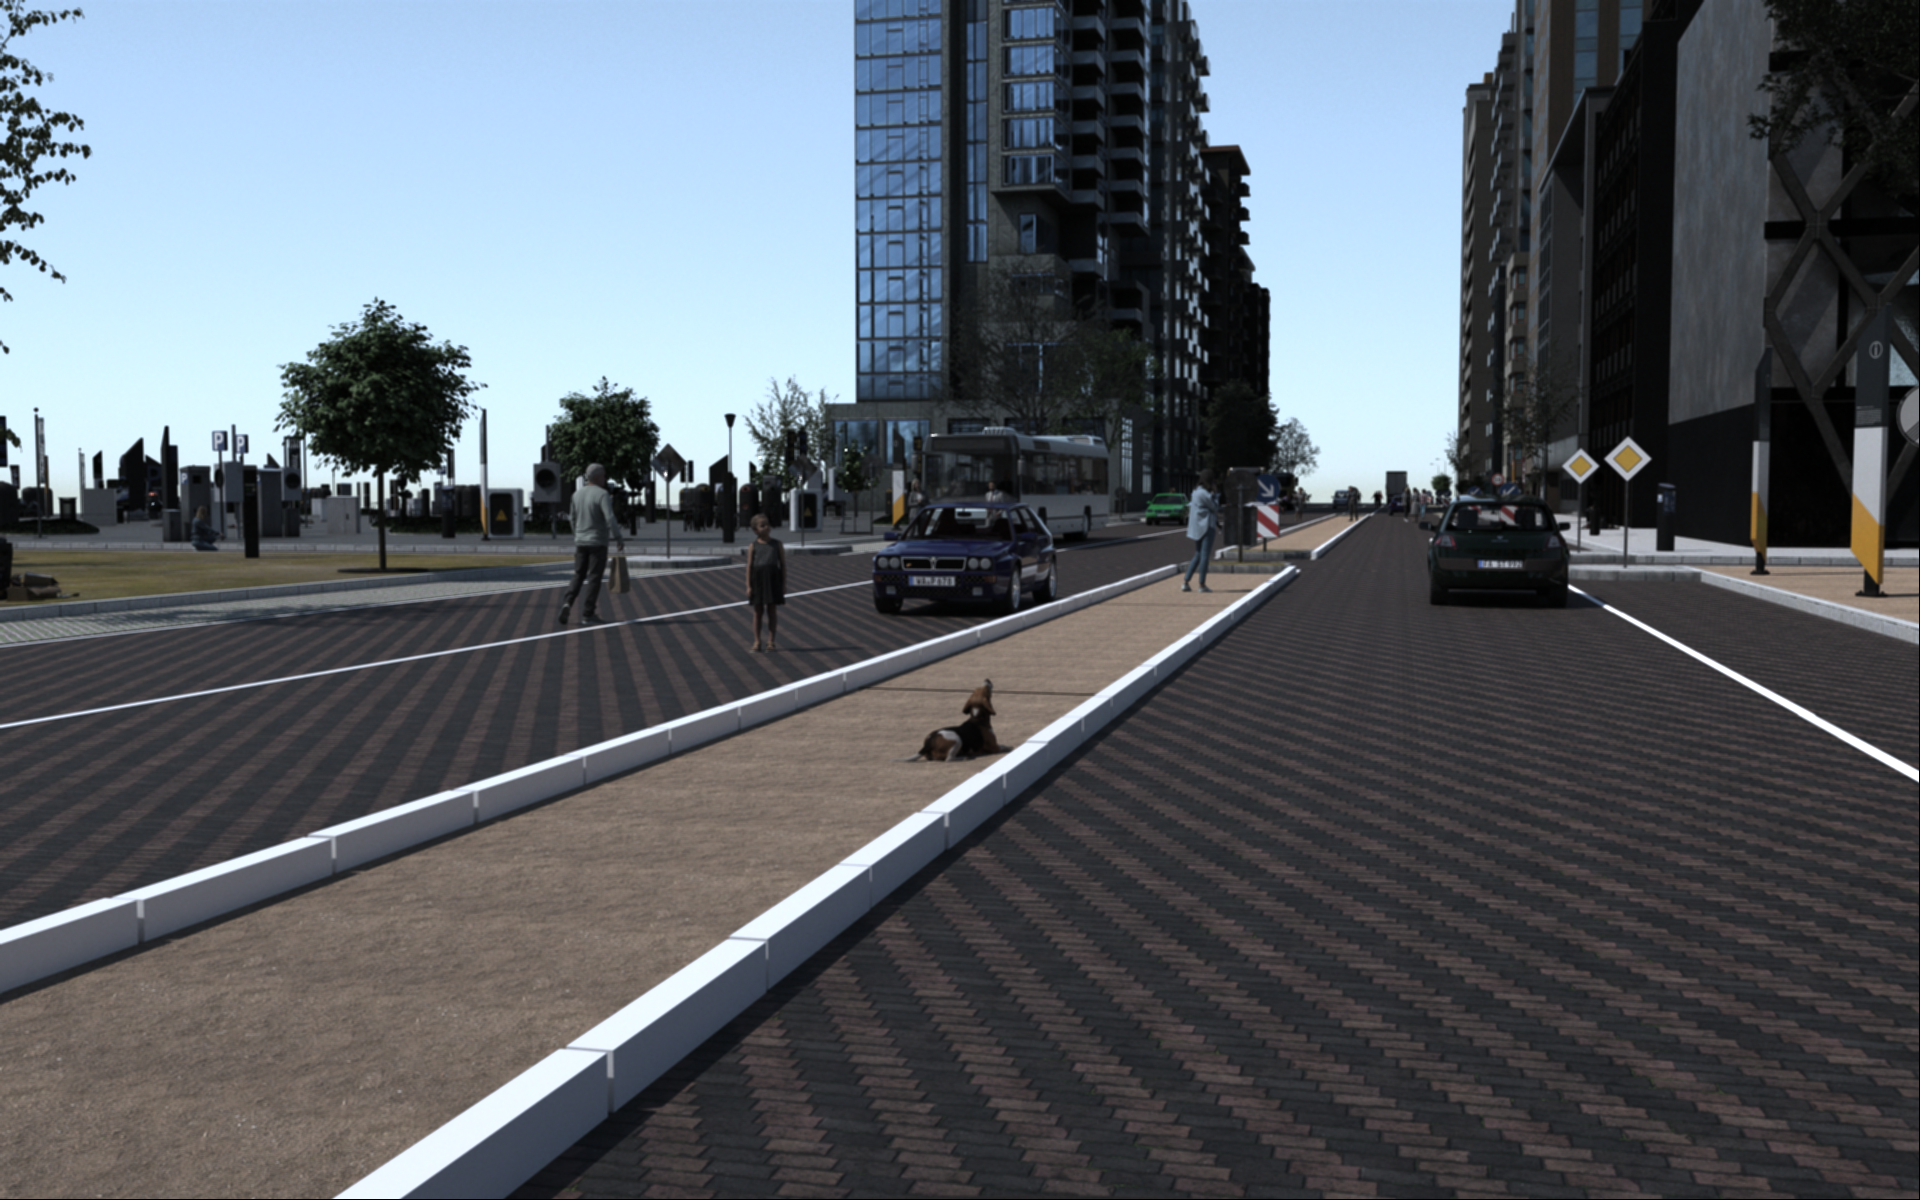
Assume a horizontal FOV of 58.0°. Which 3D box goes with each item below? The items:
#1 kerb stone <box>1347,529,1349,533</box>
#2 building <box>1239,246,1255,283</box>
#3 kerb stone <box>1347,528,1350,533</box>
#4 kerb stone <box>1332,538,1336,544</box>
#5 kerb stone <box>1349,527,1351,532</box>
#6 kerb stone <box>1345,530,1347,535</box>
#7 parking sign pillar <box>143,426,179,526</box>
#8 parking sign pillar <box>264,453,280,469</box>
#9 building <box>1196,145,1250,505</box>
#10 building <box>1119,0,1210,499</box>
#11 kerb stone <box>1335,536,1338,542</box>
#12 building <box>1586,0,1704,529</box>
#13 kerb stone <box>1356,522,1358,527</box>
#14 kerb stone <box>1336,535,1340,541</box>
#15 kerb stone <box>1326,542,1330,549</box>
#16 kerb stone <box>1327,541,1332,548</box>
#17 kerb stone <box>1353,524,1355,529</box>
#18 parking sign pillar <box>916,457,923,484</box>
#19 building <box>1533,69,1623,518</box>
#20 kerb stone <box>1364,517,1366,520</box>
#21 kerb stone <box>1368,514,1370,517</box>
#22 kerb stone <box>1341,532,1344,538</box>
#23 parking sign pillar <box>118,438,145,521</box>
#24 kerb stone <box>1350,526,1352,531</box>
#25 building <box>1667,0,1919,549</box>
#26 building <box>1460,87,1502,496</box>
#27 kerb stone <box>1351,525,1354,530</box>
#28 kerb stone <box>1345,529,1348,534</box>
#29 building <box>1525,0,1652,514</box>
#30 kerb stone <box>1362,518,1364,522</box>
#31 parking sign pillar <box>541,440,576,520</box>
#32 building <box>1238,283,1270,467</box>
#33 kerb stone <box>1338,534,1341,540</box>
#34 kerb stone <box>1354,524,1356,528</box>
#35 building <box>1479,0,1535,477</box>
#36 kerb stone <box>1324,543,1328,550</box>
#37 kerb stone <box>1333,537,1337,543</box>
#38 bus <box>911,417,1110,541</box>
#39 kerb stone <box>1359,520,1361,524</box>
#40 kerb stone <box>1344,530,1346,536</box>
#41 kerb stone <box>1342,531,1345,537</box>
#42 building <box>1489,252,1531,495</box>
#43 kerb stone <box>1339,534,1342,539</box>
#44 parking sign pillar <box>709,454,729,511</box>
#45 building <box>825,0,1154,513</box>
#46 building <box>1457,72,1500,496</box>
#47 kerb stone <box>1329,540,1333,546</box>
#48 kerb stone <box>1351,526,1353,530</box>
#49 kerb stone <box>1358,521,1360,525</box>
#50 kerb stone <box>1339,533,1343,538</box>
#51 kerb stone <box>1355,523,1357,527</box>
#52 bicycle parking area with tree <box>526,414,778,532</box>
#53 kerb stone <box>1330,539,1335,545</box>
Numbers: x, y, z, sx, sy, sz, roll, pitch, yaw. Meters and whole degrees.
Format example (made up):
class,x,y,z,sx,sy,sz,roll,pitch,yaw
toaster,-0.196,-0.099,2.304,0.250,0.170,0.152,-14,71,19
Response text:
class,x,y,z,sx,sy,sz,roll,pitch,yaw
kerb stone,13.240,-2.290,59.686,0.120,0.150,1.000,1,4,14
building,30.029,-34.474,255.533,32.217,40.220,23.993,1,4,14
kerb stone,13.494,-2.354,60.676,0.120,0.150,1.000,1,4,14
kerb stone,10.218,-1.562,47.759,0.120,0.150,1.000,1,4,14
kerb stone,13.986,-2.476,62.670,0.120,0.150,1.000,1,4,14
kerb stone,12.737,-2.171,57.692,0.120,0.150,1.000,1,4,14
parking sign pillar,-31.544,-4.932,69.103,1.447,3.967,1.447,-2,4,-32
parking sign pillar,-45.352,-7.691,114.216,1.447,3.967,1.447,3,4,38
building,24.103,-34.276,215.029,22.147,44.769,28.867,1,4,14
building,11.536,-33.298,164.031,23.786,49.044,30.456,1,4,14
kerb stone,10.717,-1.682,49.742,0.120,0.150,1.000,1,4,14
building,32.889,-14.694,69.929,12.332,23.373,15.834,1,4,14
kerb stone,16.514,-3.083,72.606,0.120,0.150,1.000,1,4,14
kerb stone,10.971,-1.746,50.741,0.120,0.150,1.000,1,4,14
kerb stone,9.203,-1.317,43.796,0.120,0.150,1.000,1,4,14
kerb stone,9.465,-1.382,44.787,0.120,0.150,1.000,1,4,14
kerb stone,15.253,-2.779,67.631,0.120,0.150,1.000,1,4,14
parking sign pillar,-1.762,-6.548,95.532,1.447,3.967,1.447,0,4,-6
building,39.462,-16.753,92.971,14.314,24.678,30.058,1,4,14
kerb stone,20.540,-4.056,88.514,0.120,0.150,1.000,1,4,14
kerb stone,23.306,-4.724,99.438,0.120,0.150,1.000,1,4,14
kerb stone,11.982,-1.989,54.718,0.120,0.150,1.000,1,4,14
parking sign pillar,-39.293,-5.729,82.147,1.447,3.967,1.447,1,4,11
kerb stone,14.245,-2.536,63.662,0.120,0.150,1.000,1,4,14
building,28.342,-10.797,43.988,16.811,18.784,16.820,1,4,14
building,70.252,-35.334,201.420,21.300,48.544,21.600,1,4,14
kerb stone,14.747,-2.658,65.647,0.120,0.150,1.000,1,4,14
kerb stone,12.989,-2.232,58.685,0.120,0.150,1.000,1,4,14
building,45.494,-28.399,114.435,14.600,45.320,14.200,1,4,14
kerb stone,19.282,-3.753,83.553,0.120,0.150,1.000,1,4,14
parking sign pillar,-15.631,-4.833,67.498,1.447,3.967,1.447,1,4,17
building,34.375,-28.343,235.108,14.160,30.474,14.107,1,4,14
kerb stone,11.220,-1.807,51.736,0.120,0.150,1.000,1,4,14
kerb stone,15.500,-2.834,68.634,0.120,0.150,1.000,1,4,14
building,61.881,-33.240,163.090,23.786,49.044,30.456,1,4,14
kerb stone,8.958,-1.257,42.798,0.120,0.150,1.000,1,4,14
kerb stone,10.475,-1.624,48.749,0.120,0.150,1.000,1,4,14
bus,1.773,-3.361,49.813,2.948,3.499,13.247,1,4,16
kerb stone,17.778,-3.387,77.576,0.120,0.150,1.000,1,4,14
kerb stone,12.487,-2.110,56.701,0.120,0.150,1.000,1,4,14
kerb stone,12.227,-2.047,55.712,0.120,0.150,1.000,1,4,14
building,56.429,-17.709,134.588,27.650,21.520,28.899,1,4,14
kerb stone,11.475,-1.859,52.727,0.120,0.150,1.000,1,4,14
parking sign pillar,-16.265,-7.865,117.061,1.447,3.967,1.447,0,4,4
building,3.759,-50.113,132.024,22.319,86.520,31.000,1,4,14
building,82.286,-43.122,247.038,21.231,58.520,28.212,1,4,14
kerb stone,9.719,-1.442,45.777,0.120,0.150,1.000,1,4,14
kerb stone,14.500,-2.597,64.654,0.120,0.150,1.000,1,4,14
kerb stone,17.265,-3.260,75.590,0.120,0.150,1.000,1,4,14
kerb stone,11.721,-1.928,53.718,0.120,0.150,1.000,1,4,14
kerb stone,16.011,-2.959,70.618,0.120,0.150,1.000,1,4,14
bicycle parking area with tree,-10.842,-4.595,62.126,8.231,4.147,9.016,1,4,19
kerb stone,9.972,-1.497,46.768,0.120,0.150,1.000,1,4,14
